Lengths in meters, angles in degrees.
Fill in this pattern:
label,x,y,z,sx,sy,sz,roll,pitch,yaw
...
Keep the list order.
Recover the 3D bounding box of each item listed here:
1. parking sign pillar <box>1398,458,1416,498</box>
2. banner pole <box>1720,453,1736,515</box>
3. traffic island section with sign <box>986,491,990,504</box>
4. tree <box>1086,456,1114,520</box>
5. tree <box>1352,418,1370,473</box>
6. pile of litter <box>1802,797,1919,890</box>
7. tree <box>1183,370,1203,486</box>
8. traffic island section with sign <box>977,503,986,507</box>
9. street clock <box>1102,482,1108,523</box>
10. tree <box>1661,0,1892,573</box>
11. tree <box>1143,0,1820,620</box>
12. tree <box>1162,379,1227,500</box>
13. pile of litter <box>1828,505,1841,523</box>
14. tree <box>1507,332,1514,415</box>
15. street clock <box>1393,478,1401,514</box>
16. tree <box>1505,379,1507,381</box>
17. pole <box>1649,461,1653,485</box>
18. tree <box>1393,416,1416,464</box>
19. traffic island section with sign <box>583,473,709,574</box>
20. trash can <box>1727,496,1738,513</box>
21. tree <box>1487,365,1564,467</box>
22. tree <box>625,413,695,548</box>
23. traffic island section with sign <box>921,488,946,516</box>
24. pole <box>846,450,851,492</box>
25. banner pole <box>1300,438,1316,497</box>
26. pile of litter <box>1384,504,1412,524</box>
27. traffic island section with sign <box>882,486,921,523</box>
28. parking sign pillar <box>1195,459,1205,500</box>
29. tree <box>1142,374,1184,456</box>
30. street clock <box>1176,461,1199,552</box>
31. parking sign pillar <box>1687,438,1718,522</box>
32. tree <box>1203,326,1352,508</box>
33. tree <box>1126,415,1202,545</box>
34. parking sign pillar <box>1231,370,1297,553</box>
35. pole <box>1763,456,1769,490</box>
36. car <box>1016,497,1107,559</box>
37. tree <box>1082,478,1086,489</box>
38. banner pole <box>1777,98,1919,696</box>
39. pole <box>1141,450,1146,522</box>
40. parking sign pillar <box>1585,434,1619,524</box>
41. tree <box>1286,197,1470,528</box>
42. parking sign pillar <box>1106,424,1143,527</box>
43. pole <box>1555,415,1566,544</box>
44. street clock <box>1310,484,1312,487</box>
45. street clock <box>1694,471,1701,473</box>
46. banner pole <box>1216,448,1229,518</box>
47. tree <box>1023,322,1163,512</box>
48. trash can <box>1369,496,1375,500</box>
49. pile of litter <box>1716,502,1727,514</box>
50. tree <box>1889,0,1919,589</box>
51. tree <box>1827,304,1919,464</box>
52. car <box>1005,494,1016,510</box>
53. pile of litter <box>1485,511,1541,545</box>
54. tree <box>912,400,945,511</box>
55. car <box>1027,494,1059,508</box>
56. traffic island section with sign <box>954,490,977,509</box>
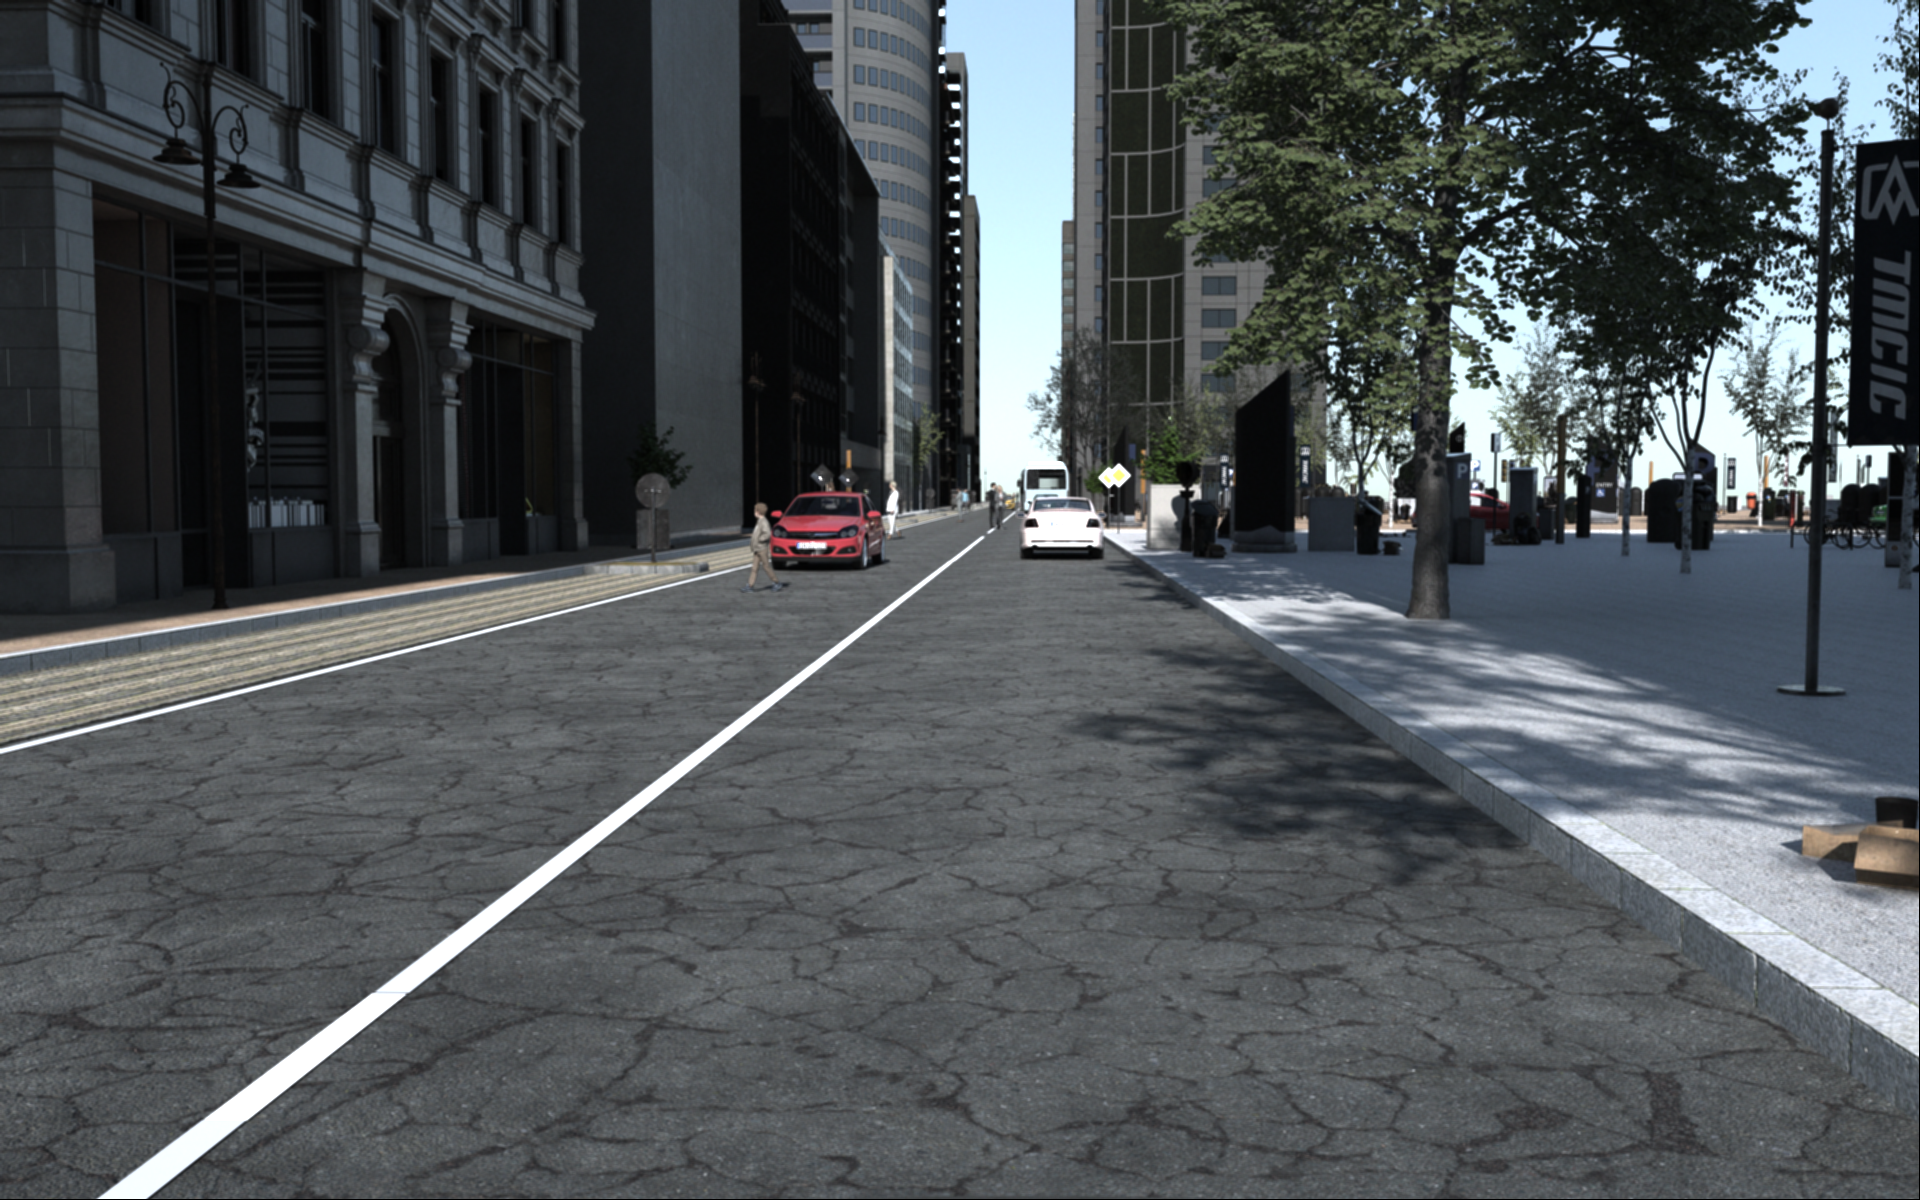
label,x,y,z,sx,sy,sz,roll,pitch,yaw
parking sign pillar,31.337,-8.124,121.299,1.447,3.967,1.447,0,4,-3
banner pole,47.021,-7.094,105.998,0.863,3.779,0.401,3,4,37
traffic island section with sign,4.078,-14.576,246.948,1.989,1.847,2.006,0,4,3
tree,7.657,-5.666,87.241,1.663,3.219,1.824,0,3,0
tree,26.825,-10.496,121.972,4.360,8.622,3.978,0,3,0
pile of litter,3.482,0.513,5.582,1.176,0.858,1.719,0,4,3
tree,14.930,-8.902,95.917,4.360,8.622,3.978,0,3,0
traffic island section with sign,1.547,-11.153,190.973,1.989,1.847,2.006,0,4,3
street clock,6.595,-4.497,78.098,0.358,2.002,0.471,-1,4,-17
tree,11.799,-4.760,28.191,4.360,8.622,3.978,0,3,0
tree,5.196,-6.095,17.786,7.486,12.596,7.792,0,3,0
tree,15.120,-9.799,110.571,4.737,8.622,4.395,0,3,0
pile of litter,38.671,-3.789,75.908,1.176,0.858,1.719,1,4,23
tree,13.997,-5.245,36.110,4.360,8.622,3.978,0,3,0
street clock,19.696,-4.498,78.104,0.358,2.002,0.471,1,4,23
tree,23.914,-7.310,69.879,4.360,8.622,3.978,0,3,0
pole,43.009,-6.973,107.853,0.158,3.312,0.155,0,3,0
tree,35.721,-11.285,134.878,4.360,8.622,3.978,0,3,0
traffic island section with sign,-5.685,-1.414,31.742,1.989,1.847,2.006,0,4,3
trash can,52.149,-6.442,116.976,0.748,1.137,0.748,0,3,0
tree,32.434,-9.124,99.539,4.737,8.622,4.395,0,3,0
tree,-7.349,-2.847,41.155,1.663,3.219,1.824,0,3,0
traffic island section with sign,-1.913,-6.487,114.694,1.989,1.847,2.006,0,4,3
pole,-5.150,-5.282,80.200,0.158,3.312,0.155,0,3,0
banner pole,15.536,-5.331,77.173,0.863,3.779,0.401,0,4,2
pile of litter,19.392,-3.760,75.440,1.719,0.858,1.176,2,4,33
traffic island section with sign,-3.160,-4.812,87.305,1.989,1.847,2.006,0,4,3
parking sign pillar,15.784,-7.682,114.070,1.447,3.967,1.447,0,4,0
tree,13.005,-9.325,102.827,4.360,8.622,3.978,0,3,0
street clock,5.029,-2.067,38.370,0.471,2.002,0.358,3,5,44
parking sign pillar,34.643,-5.653,80.904,1.447,3.967,1.447,0,4,-1
tree,13.376,-7.511,73.161,4.360,8.622,3.978,0,3,0
tree,5.164,-2.918,42.307,1.663,3.219,1.824,0,3,0
parking sign pillar,6.738,-3.045,38.251,1.447,3.967,1.447,3,5,41
pole,42.787,-6.002,91.975,0.158,3.312,0.155,0,3,0
car,2.317,-1.662,39.540,2.083,1.381,4.827,0,4,3
tree,8.607,-6.735,104.719,1.663,3.219,1.824,0,3,0
banner pole,5.685,-1.279,10.935,0.863,3.779,0.401,2,4,34
pole,8.451,-5.263,79.894,0.158,3.312,0.155,0,3,0
parking sign pillar,28.651,-5.459,77.724,1.447,3.967,1.447,0,4,1
tree,9.773,-5.606,42.016,4.737,8.622,4.395,0,3,0
parking sign pillar,6.390,-4.821,67.301,1.447,3.967,1.447,-1,4,-15
pole,15.480,-3.105,44.608,0.158,3.312,0.155,0,3,0
street clock,25.771,-7.446,126.304,0.471,2.002,0.358,-3,4,-37
street clock,22.981,-3.027,54.055,0.471,2.002,0.358,1,4,16
banner pole,14.081,-6.320,93.341,0.863,3.779,0.401,1,4,14
tree,9.521,-13.111,124.727,12.009,13.543,11.850,0,3,0
trash can,31.913,-7.467,133.732,0.748,1.137,0.748,0,3,0
pile of litter,50.174,-6.151,114.533,1.719,0.858,1.176,-1,4,-16
tree,12.839,-4.474,23.521,4.360,8.622,3.978,0,3,0
tree,28.639,-6.244,52.459,4.737,8.622,4.395,0,3,0
car,4.015,-8.846,154.857,2.015,1.641,3.980,0,4,1
pile of litter,13.999,-1.828,43.857,1.719,0.858,1.176,-1,4,-20
tree,-3.340,-11.245,134.224,4.737,8.622,4.395,0,3,0
car,4.637,-4.944,92.632,2.131,1.459,4.920,0,4,4
traffic island section with sign,0.322,-9.506,164.045,1.989,1.847,2.006,0,4,3
